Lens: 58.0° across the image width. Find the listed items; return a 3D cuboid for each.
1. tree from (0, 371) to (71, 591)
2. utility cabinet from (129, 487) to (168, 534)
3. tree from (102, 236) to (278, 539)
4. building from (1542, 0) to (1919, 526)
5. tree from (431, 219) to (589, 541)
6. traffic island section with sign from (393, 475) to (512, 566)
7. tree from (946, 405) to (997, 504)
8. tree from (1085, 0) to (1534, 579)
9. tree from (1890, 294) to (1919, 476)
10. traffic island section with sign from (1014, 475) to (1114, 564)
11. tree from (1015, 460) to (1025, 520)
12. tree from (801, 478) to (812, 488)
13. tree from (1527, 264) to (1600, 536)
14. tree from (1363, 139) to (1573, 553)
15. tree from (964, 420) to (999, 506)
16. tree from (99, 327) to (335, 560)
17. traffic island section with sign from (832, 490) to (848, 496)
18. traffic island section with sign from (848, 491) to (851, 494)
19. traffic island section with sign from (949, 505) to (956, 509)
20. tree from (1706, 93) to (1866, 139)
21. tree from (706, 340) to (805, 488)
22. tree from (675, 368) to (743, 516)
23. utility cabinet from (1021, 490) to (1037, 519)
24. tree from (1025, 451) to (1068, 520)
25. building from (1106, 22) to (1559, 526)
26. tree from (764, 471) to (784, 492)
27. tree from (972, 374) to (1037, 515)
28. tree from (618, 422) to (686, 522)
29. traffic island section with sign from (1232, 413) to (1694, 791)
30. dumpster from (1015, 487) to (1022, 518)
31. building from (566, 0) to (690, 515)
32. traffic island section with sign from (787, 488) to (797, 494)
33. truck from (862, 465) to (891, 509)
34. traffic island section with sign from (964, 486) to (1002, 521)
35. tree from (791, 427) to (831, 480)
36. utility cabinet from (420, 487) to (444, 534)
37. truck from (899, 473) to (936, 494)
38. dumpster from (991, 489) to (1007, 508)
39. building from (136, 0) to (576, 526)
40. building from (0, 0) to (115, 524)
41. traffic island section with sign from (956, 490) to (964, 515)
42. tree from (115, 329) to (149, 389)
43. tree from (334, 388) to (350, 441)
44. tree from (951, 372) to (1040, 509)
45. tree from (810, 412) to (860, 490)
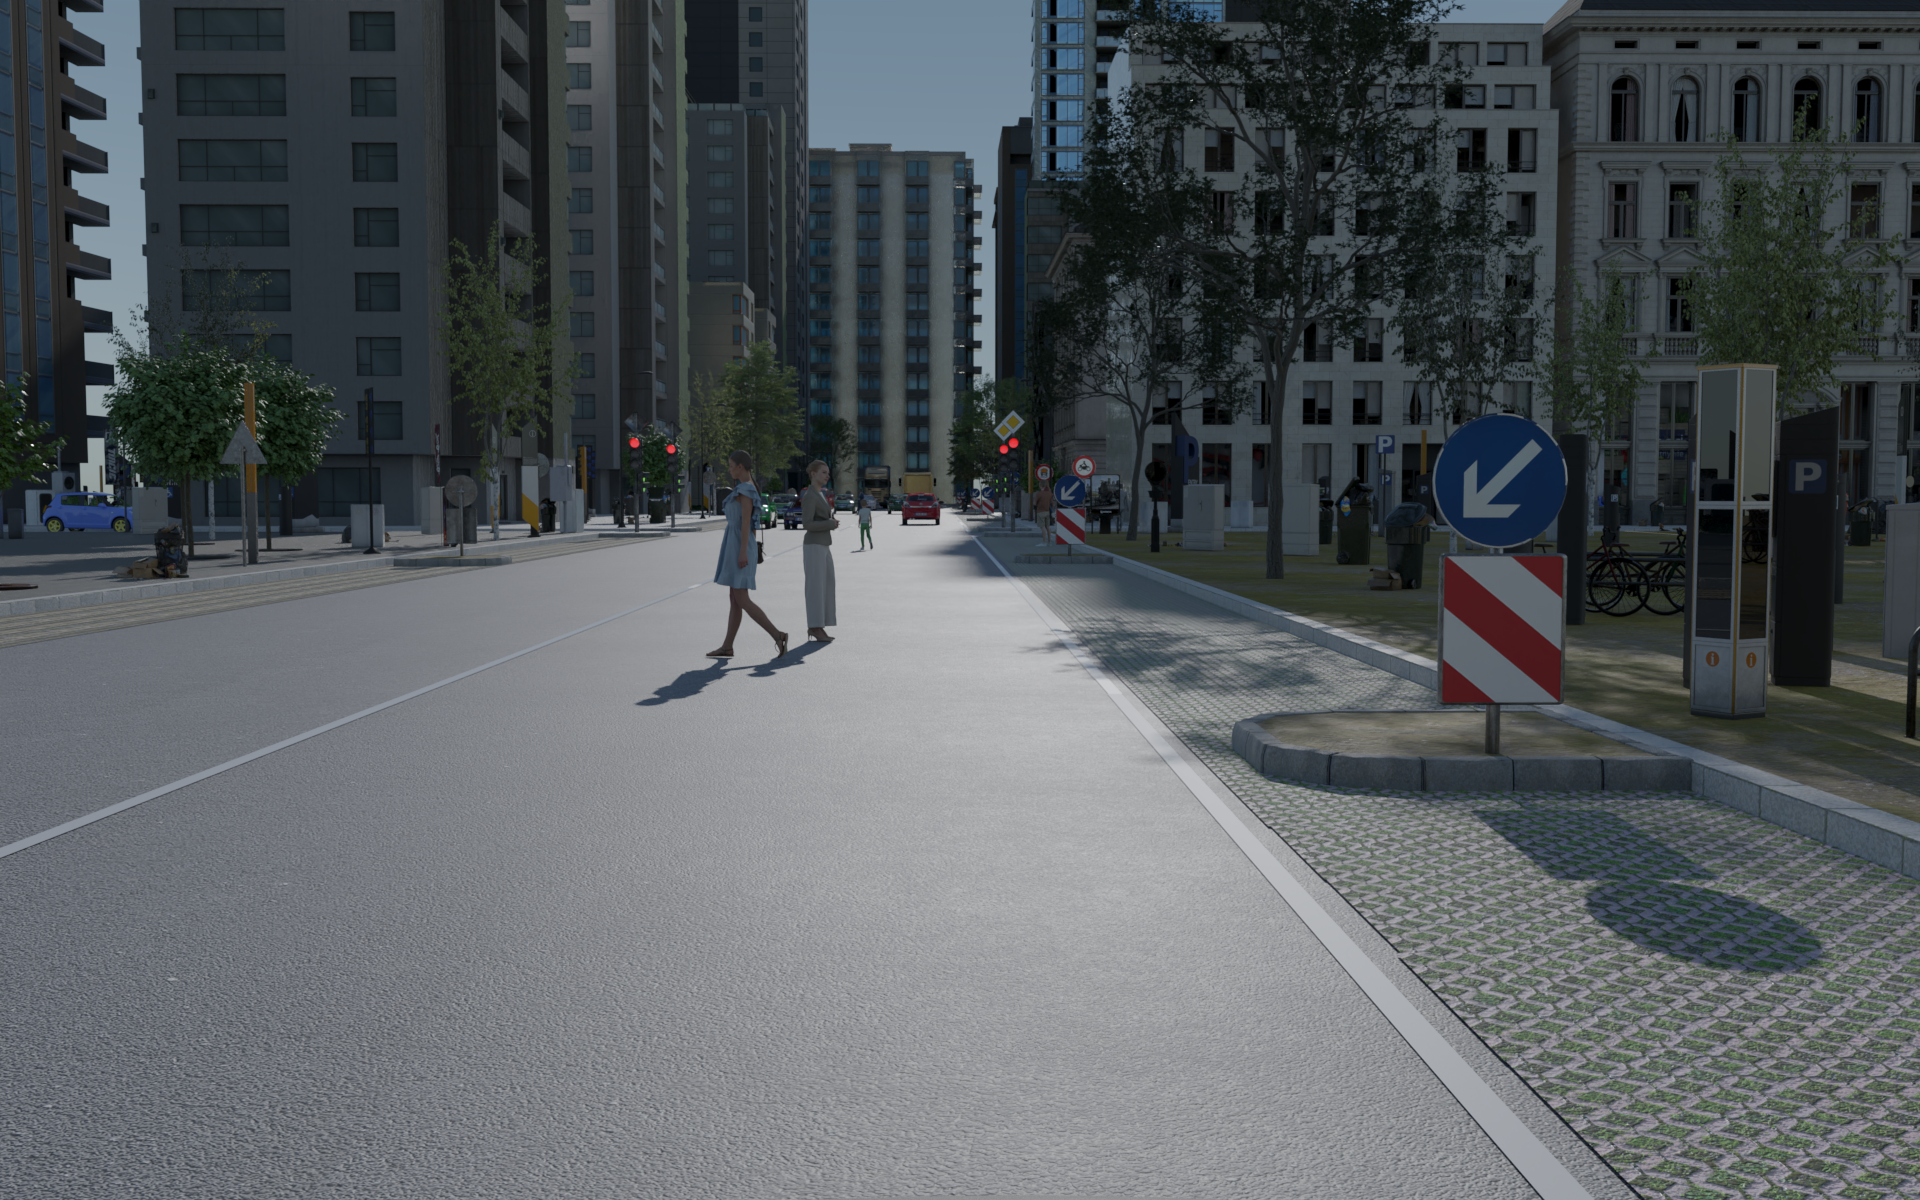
[{"bbox_3d":[-12.911,-1.759,23.361,1.663,3.219,1.824,0,3,0],"label":"tree"},{"bbox_3d":[-25.762,-2.841,55.121,0.318,1.500,1.173,1,4,19],"label":"utility cabinet"},{"bbox_3d":[-21.407,-6.019,48.778,4.360,8.622,3.978,0,3,0],"label":"tree"},{"bbox_3d":[33.840,-15.014,74.357,19.941,23.489,11.050,0,4,-1],"label":"building"},{"bbox_3d":[-12.595,-5.944,47.542,4.737,8.622,4.395,0,3,0],"label":"tree"},{"bbox_3d":[-10.180,-1.615,35.027,1.989,1.847,2.006,0,4,-1],"label":"traffic island section with sign"},{"bbox_3d":[1.920,-18.373,218.517,7.486,12.596,7.792,0,3,0],"label":"tree"},{"bbox_3d":[4.513,-5.586,25.743,7.601,10.594,8.767,-3,5,-44],"label":"tree"},{"bbox_3d":[25.410,-5.648,42.708,4.360,8.622,3.978,0,3,0],"label":"tree"},{"bbox_3d":[2.137,-1.686,36.195,1.989,1.847,2.006,0,4,-1],"label":"traffic island section with sign"},{"bbox_3d":[3.500,-5.491,84.383,1.663,3.219,1.824,0,3,0],"label":"tree"},{"bbox_3d":[-15.271,-11.016,174.712,1.663,3.219,1.824,0,3,0],"label":"tree"},{"bbox_3d":[19.438,-6.288,53.165,4.737,8.622,4.395,0,3,0],"label":"tree"},{"bbox_3d":[10.304,-5.223,35.757,4.360,8.622,3.978,0,3,0],"label":"tree"},{"bbox_3d":[2.247,-14.135,181.469,4.360,8.622,3.978,0,3,0],"label":"tree"},{"bbox_3d":[-15.310,-3.100,34.397,4.285,4.588,4.351,0,3,0],"label":"tree"},{"bbox_3d":[-12.127,-9.739,167.861,1.989,1.847,2.006,0,4,-1],"label":"traffic island section with sign"},{"bbox_3d":[-12.536,-11.446,195.772,1.989,1.847,2.006,0,4,-1],"label":"traffic island section with sign"},{"bbox_3d":[0.196,-9.769,168.345,1.989,1.847,2.006,0,4,-1],"label":"traffic island section with sign"},{"bbox_3d":[15.634,-5.056,33.025,4.737,8.622,4.395,0,3,0],"label":"tree"},{"bbox_3d":[-14.997,-12.809,127.547,7.486,12.596,7.792,0,3,0],"label":"tree"},{"bbox_3d":[-14.435,-9.190,100.613,4.360,8.622,3.978,0,3,0],"label":"tree"},{"bbox_3d":[3.619,-4.736,86.117,1.173,1.500,0.318,2,4,33],"label":"utility cabinet"},{"bbox_3d":[3.968,-5.055,77.256,1.663,3.219,1.824,0,3,0],"label":"tree"},{"bbox_3d":[15.175,-13.399,73.824,16.860,20.320,10.420,0,4,-1],"label":"building"},{"bbox_3d":[-15.050,-8.892,139.979,1.663,3.219,1.824,0,3,0],"label":"tree"},{"bbox_3d":[3.050,-9.576,106.922,4.737,8.622,4.395,0,3,0],"label":"tree"},{"bbox_3d":[-13.976,-5.828,79.004,4.285,4.588,4.351,0,3,0],"label":"tree"},{"bbox_3d":[2.523,-0.038,9.243,1.989,1.847,2.006,0,4,-1],"label":"traffic island section with sign"},{"bbox_3d":[3.488,-5.248,91.555,1.264,1.857,1.865,0,4,-1],"label":"dumpster"},{"bbox_3d":[-25.765,-26.279,113.253,14.154,41.232,14.086,0,4,-1],"label":"building"},{"bbox_3d":[-11.380,-6.663,117.564,1.989,1.847,2.006,0,4,-1],"label":"traffic island section with sign"},{"bbox_3d":[-8.177,-11.160,171.384,2.839,4.237,11.283,0,4,-2],"label":"truck"},{"bbox_3d":[1.341,-5.029,90.857,1.989,1.847,2.006,0,4,-1],"label":"traffic island section with sign"},{"bbox_3d":[-16.267,-14.556,188.348,4.360,8.622,3.978,0,3,0],"label":"tree"},{"bbox_3d":[-16.731,-2.830,54.950,0.318,1.500,1.173,0,4,6],"label":"utility cabinet"},{"bbox_3d":[-3.790,-9.746,155.263,3.469,3.379,9.791,0,4,-2],"label":"truck"},{"bbox_3d":[2.919,-7.567,129.478,1.264,1.857,1.865,0,4,-1],"label":"dumpster"},{"bbox_3d":[-25.203,-18.526,74.598,14.160,30.474,14.107,0,4,-1],"label":"building"},{"bbox_3d":[-47.291,-25.961,74.568,14.200,45.320,14.600,0,4,-1],"label":"building"},{"bbox_3d":[0.929,-6.688,117.974,1.989,1.847,2.006,0,4,-1],"label":"traffic island section with sign"},{"bbox_3d":[-35.911,-7.817,78.166,4.737,8.622,4.395,0,3,0],"label":"tree"},{"bbox_3d":[-15.564,-3.388,39.102,4.285,4.588,4.351,0,3,0],"label":"tree"},{"bbox_3d":[3.127,-13.522,146.837,9.928,11.665,9.643,0,3,0],"label":"tree"},{"bbox_3d":[-16.155,-17.905,218.497,9.928,11.665,9.643,0,3,0],"label":"tree"}]
